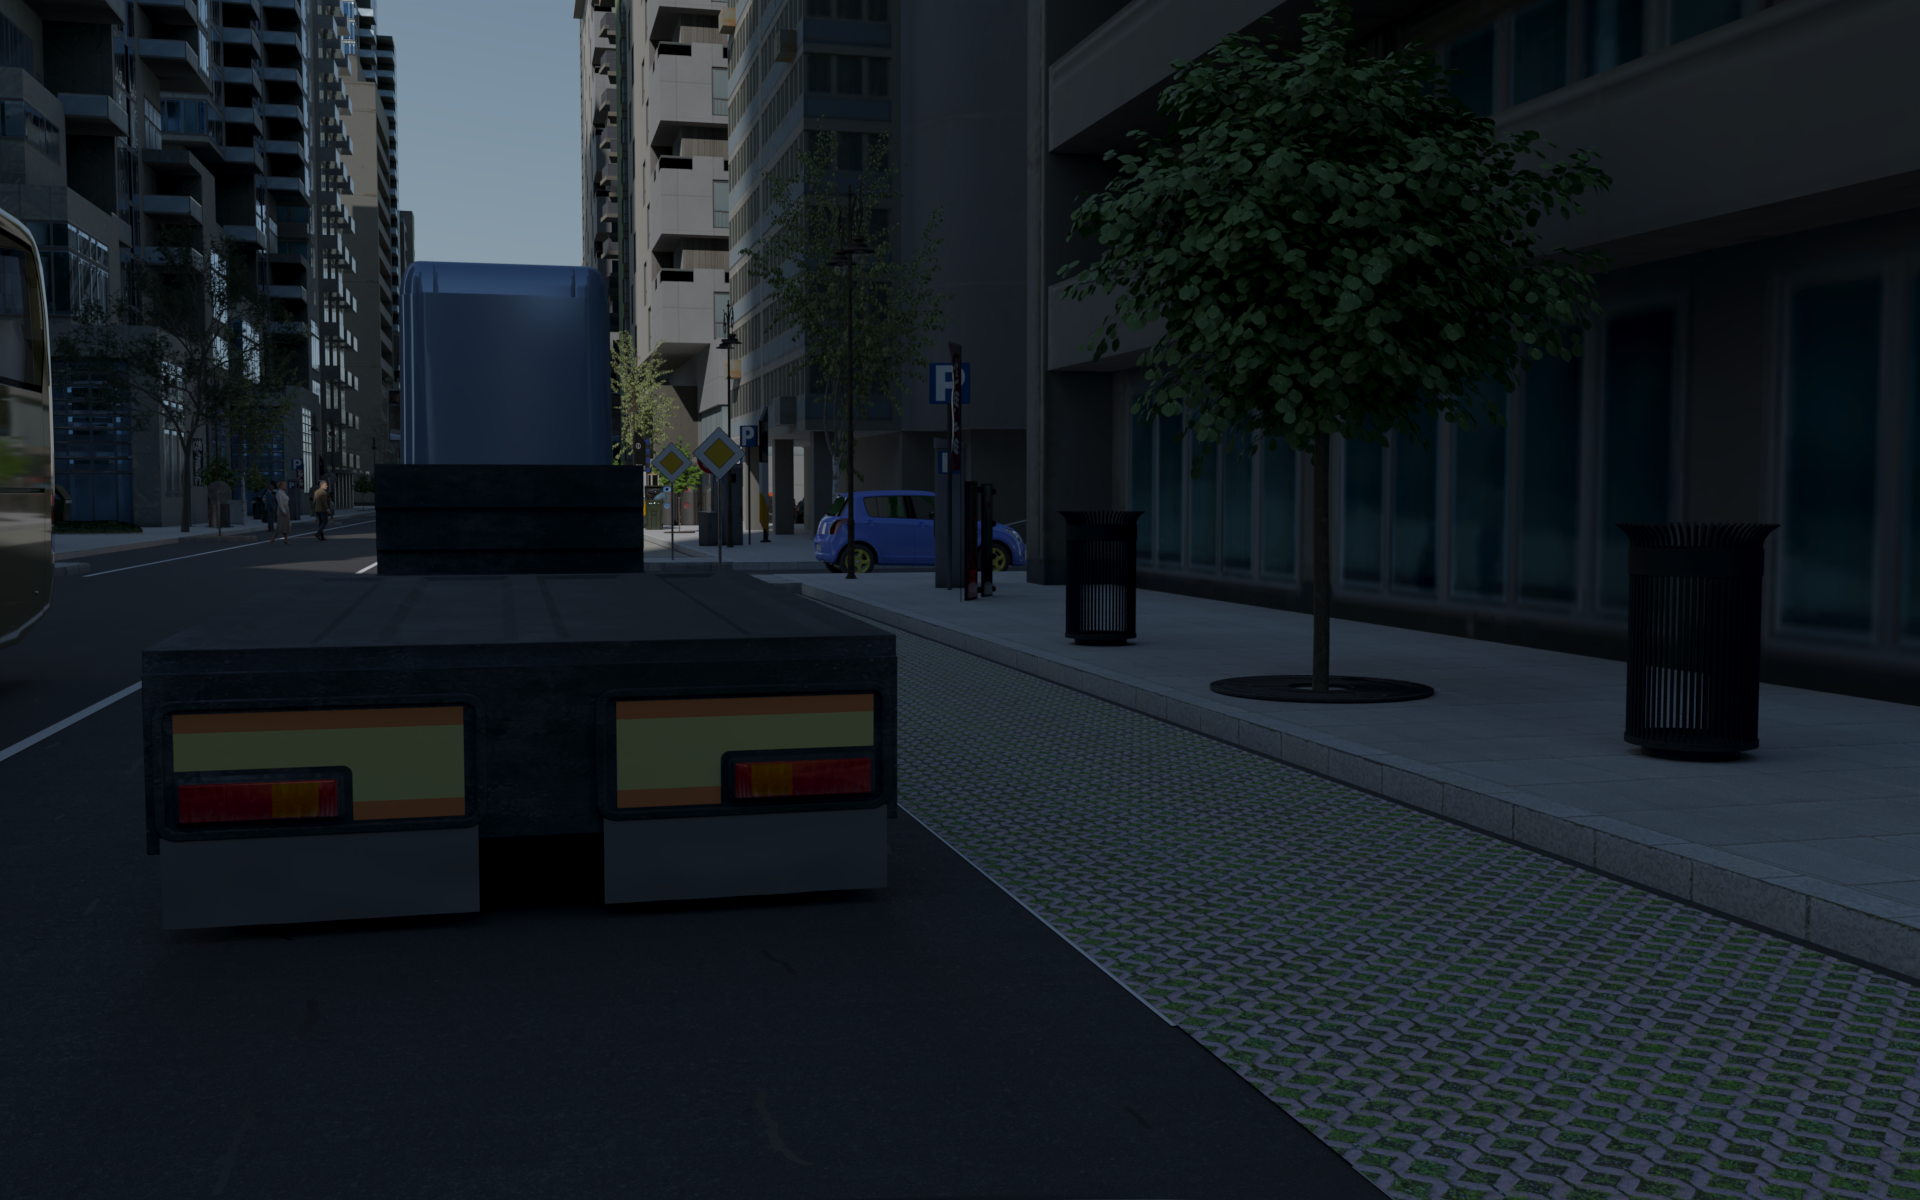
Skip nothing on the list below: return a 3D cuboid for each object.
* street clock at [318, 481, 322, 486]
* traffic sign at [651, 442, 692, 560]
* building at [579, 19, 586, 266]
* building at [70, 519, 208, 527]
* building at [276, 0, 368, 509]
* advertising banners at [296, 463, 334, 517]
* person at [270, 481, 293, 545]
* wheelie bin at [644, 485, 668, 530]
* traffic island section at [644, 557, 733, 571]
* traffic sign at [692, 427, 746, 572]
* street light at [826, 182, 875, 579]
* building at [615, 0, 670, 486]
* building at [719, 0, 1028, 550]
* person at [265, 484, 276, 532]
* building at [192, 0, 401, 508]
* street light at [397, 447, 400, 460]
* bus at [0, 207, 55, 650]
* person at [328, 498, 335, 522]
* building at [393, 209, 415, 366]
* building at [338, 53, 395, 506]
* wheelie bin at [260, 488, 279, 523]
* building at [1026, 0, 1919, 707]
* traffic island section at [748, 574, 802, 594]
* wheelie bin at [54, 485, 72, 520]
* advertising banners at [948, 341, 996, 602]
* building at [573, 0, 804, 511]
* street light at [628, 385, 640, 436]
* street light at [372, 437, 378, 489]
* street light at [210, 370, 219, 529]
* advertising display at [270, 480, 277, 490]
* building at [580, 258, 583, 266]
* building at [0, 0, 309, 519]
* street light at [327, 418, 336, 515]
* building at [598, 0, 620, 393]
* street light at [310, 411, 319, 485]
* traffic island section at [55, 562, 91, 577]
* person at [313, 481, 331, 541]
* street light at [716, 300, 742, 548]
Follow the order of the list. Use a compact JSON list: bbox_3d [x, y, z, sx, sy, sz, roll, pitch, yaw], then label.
[{"bbox_3d":[-36.269,-5.740,98.426,0.471,2.002,0.358,3,5,44],"label":"street clock"},{"bbox_3d":[-5.600,-1.837,33.674,0.795,2.450,0.064,-1,4,-14],"label":"traffic sign"},{"bbox_3d":[-41.254,-48.333,228.500,20.563,71.187,20.611,-1,4,-14],"label":"building"},{"bbox_3d":[-45.446,-46.707,76.334,22.319,86.520,31.000,-1,4,-14],"label":"building"},{"bbox_3d":[-62.792,-32.079,144.101,23.786,49.044,30.456,-1,4,-14],"label":"building"},{"bbox_3d":[-36.852,-6.280,98.857,2.074,3.025,0.090,-1,4,-14],"label":"advertising banners"},{"bbox_3d":[-18.979,-2.424,48.360,0.641,1.798,0.478,0,4,8],"label":"person"},{"bbox_3d":[-10.940,-3.312,62.051,0.980,1.594,0.693,-1,4,-10],"label":"wheelie bin"},{"bbox_3d":[-5.579,-0.702,33.757,2.009,0.180,2.903,-1,4,-14],"label":"traffic island section"},{"bbox_3d":[-3.602,-1.364,25.942,0.795,2.450,0.064,-1,4,-14],"label":"traffic sign"},{"bbox_3d":[-1.647,-3.257,26.035,0.468,5.910,1.993,-1,4,-14],"label":"street light"},{"bbox_3d":[-16.432,-26.616,118.761,14.154,41.232,14.086,-1,4,-14],"label":"building"},{"bbox_3d":[5.402,-22.190,54.686,23.993,40.220,32.217,-1,4,-14],"label":"building"},{"bbox_3d":[-26.276,-3.506,66.005,0.419,1.800,0.721,-2,4,-31],"label":"person"},{"bbox_3d":[-80.903,-55.341,217.488,22.319,86.520,31.000,-1,4,-14],"label":"building"},{"bbox_3d":[-54.657,-12.006,169.080,0.468,5.910,1.993,-1,4,-14],"label":"street light"},{"bbox_3d":[-6.648,-0.972,7.447,2.896,3.916,12.252,-1,4,-16],"label":"bus"},{"bbox_3d":[-32.074,-4.599,88.370,0.352,1.250,0.332,0,4,3],"label":"person"},{"bbox_3d":[-83.424,-34.122,241.485,14.154,41.232,14.086,-1,4,-14],"label":"building"},{"bbox_3d":[-75.164,-34.820,193.015,21.300,48.544,21.600,-1,4,-14],"label":"building"},{"bbox_3d":[-30.645,-4.226,77.005,0.693,1.594,0.980,0,4,-1],"label":"wheelie bin"},{"bbox_3d":[13.898,-24.003,16.155,21.300,48.544,21.600,-1,4,-14],"label":"building"},{"bbox_3d":[-3.582,-0.229,26.025,2.009,0.180,2.903,-1,4,-14],"label":"traffic island section"},{"bbox_3d":[-30.145,-3.057,57.891,0.693,1.594,0.980,0,4,-8],"label":"wheelie bin"},{"bbox_3d":[0.144,-1.513,20.928,0.090,3.025,2.074,1,4,16],"label":"advertising banners"},{"bbox_3d":[-22.100,-35.410,168.195,28.713,52.752,27.495,-1,4,-14],"label":"building"},{"bbox_3d":[-13.801,-6.154,73.408,0.468,5.910,1.993,-1,4,-14],"label":"street light"},{"bbox_3d":[-46.322,-10.048,137.071,0.468,5.910,1.993,-1,4,-14],"label":"street light"},{"bbox_3d":[-27.517,-5.586,64.116,0.468,5.910,1.993,-1,4,-14],"label":"street light"},{"bbox_3d":[-31.950,-4.617,80.695,0.123,1.923,0.974,-2,4,-32],"label":"advertising display"},{"bbox_3d":[-42.278,-34.339,253.321,32.217,40.220,23.993,-1,4,-14],"label":"building"},{"bbox_3d":[-53.914,-48.949,112.993,22.319,86.520,31.000,-1,4,-14],"label":"building"},{"bbox_3d":[-37.916,-8.063,104.620,0.468,5.910,1.993,-1,4,-14],"label":"street light"},{"bbox_3d":[-17.550,-29.717,140.502,22.147,44.769,28.867,-1,4,-14],"label":"building"},{"bbox_3d":[-36.015,-7.582,96.761,0.468,5.910,1.993,-1,4,-14],"label":"street light"},{"bbox_3d":[-16.804,-0.526,30.874,2.009,0.180,2.903,-1,4,-14],"label":"traffic island section"},{"bbox_3d":[-19.602,-2.740,53.217,0.656,1.842,0.836,0,4,5],"label":"person"},{"bbox_3d":[-5.513,-4.196,41.387,0.468,5.910,1.993,-1,4,-14],"label":"street light"}]
